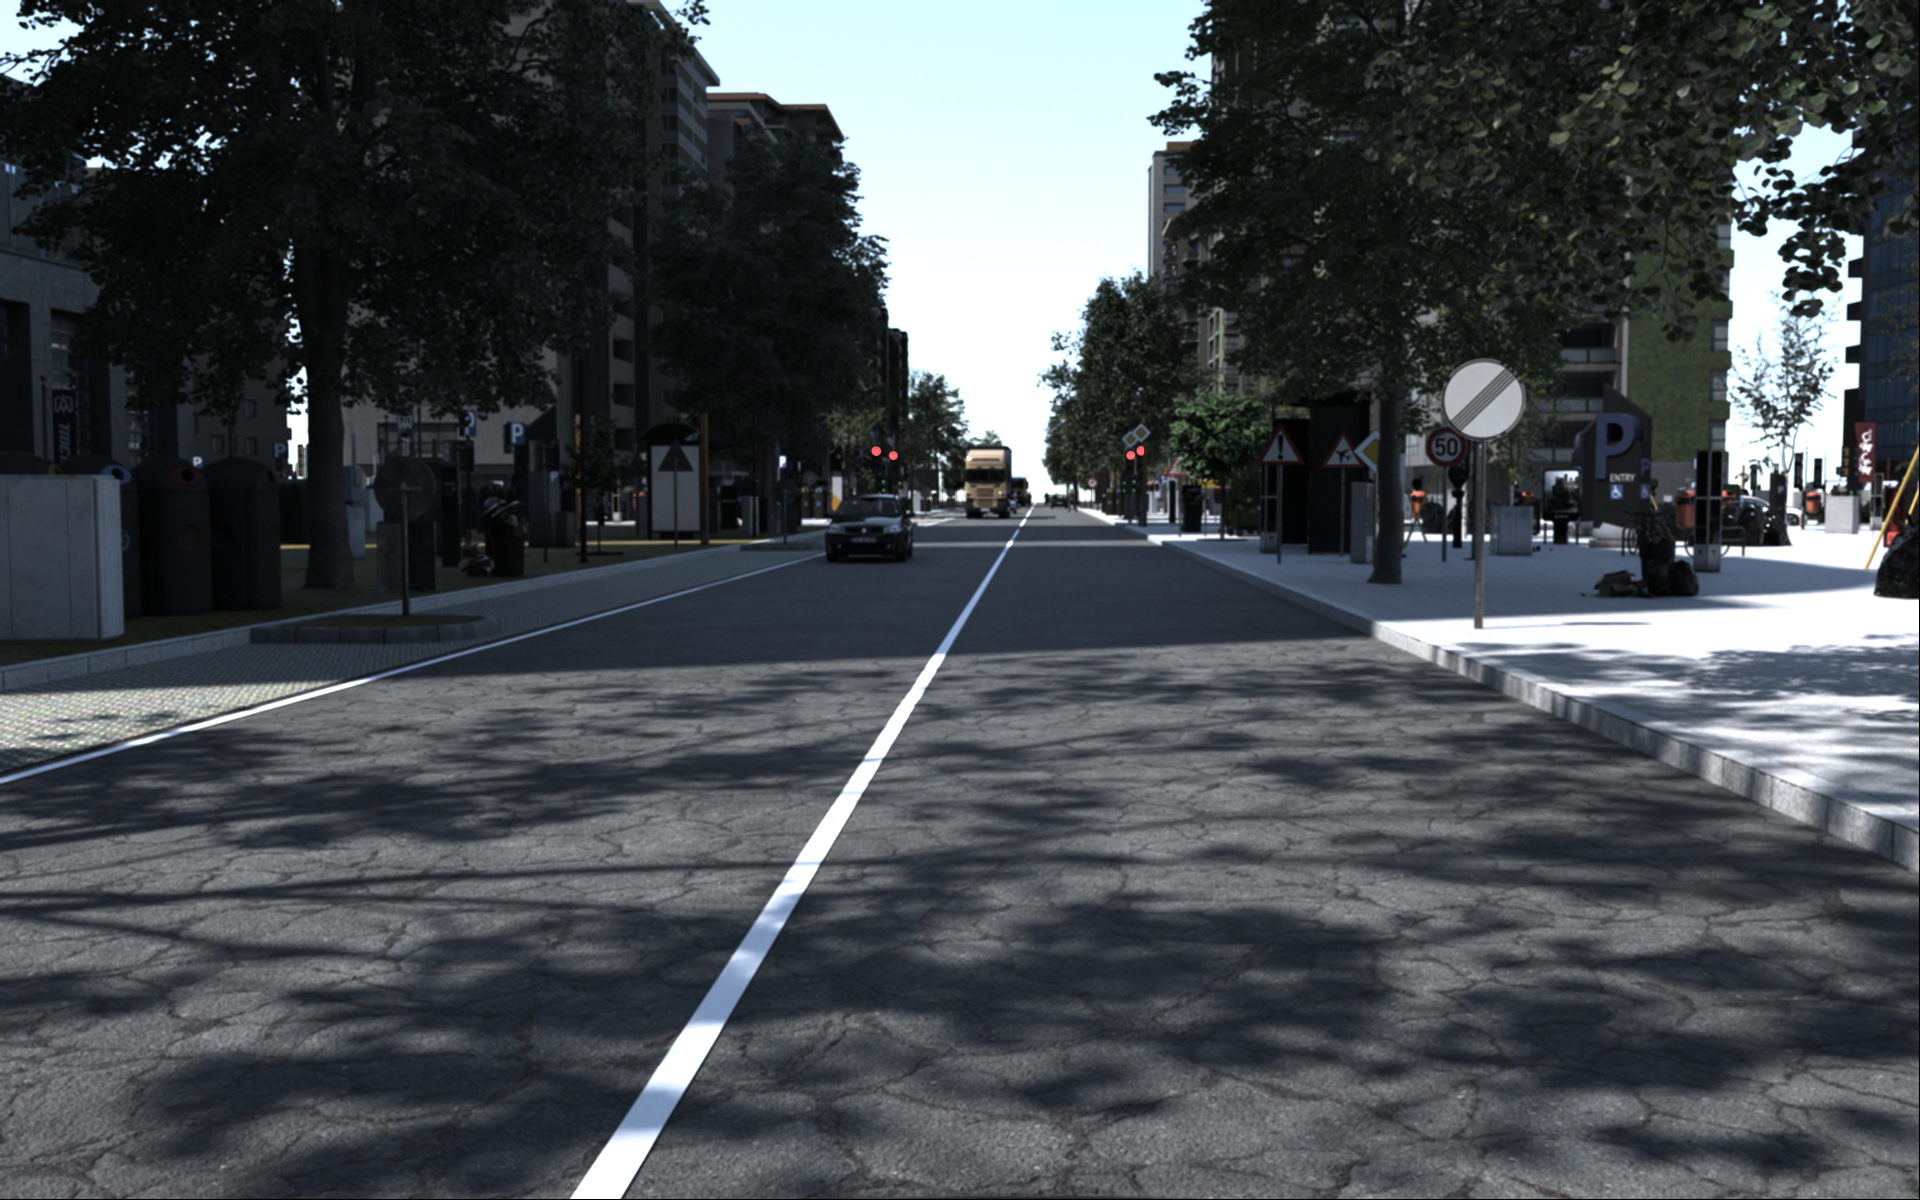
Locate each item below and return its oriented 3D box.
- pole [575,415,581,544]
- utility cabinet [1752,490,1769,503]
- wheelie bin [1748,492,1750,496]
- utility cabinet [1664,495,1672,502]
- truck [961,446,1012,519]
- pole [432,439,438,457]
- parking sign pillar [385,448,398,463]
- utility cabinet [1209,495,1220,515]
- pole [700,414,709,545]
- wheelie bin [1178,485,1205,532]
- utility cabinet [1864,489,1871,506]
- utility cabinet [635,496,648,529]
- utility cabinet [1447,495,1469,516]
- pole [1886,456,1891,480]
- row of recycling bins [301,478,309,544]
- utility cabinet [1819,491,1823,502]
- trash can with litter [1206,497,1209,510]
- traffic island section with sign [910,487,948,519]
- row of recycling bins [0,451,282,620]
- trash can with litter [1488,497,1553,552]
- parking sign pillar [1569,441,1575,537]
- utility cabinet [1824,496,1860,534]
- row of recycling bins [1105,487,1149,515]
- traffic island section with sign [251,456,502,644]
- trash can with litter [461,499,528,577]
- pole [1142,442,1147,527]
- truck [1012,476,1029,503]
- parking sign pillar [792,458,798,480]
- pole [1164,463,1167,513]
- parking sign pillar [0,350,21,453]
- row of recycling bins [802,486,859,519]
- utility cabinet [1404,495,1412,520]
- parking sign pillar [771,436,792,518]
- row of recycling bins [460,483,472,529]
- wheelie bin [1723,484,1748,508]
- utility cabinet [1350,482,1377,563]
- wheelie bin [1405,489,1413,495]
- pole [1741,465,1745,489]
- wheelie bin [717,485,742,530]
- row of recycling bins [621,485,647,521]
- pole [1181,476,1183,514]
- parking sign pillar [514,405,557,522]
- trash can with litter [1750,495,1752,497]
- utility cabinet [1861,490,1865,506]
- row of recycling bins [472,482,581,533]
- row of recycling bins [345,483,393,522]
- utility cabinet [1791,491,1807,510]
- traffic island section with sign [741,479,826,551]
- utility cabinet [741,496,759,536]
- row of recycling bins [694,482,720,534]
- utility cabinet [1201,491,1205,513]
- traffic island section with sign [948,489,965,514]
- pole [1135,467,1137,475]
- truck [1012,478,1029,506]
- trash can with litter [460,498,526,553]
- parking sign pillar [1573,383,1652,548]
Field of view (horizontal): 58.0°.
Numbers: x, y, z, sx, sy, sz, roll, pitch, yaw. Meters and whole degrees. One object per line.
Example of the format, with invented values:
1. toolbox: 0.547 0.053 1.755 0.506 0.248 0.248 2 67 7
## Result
1. pole: -9.796 -3.105 44.608 0.158 3.312 0.155 0 3 0
2. utility cabinet: 43.933 -5.267 94.787 1.173 1.500 0.318 -1 4 -11
3. wheelie bin: 49.464 -6.210 109.433 0.693 1.594 0.980 -2 4 -26
4. utility cabinet: 47.573 -6.494 117.333 0.306 1.237 1.020 -1 4 -12
5. truck: 1.725 -6.979 103.026 2.839 4.237 11.283 0 4 3
6. pole: -19.442 -4.304 64.219 0.158 3.312 0.155 0 3 0
7. parking sign pillar: -28.065 -5.989 86.389 1.447 3.967 1.447 0 4 1
8. utility cabinet: 15.609 -5.793 105.881 0.306 1.237 1.020 3 5 40
9. pole: -6.500 -3.070 44.033 0.158 3.312 0.155 0 3 0
10. wheelie bin: 7.840 -3.082 58.304 0.980 1.594 0.693 0 4 -5
11. utility cabinet: 58.549 -6.227 110.493 1.173 1.500 0.318 1 4 20
12. utility cabinet: -11.313 -3.175 63.065 1.020 1.237 0.306 -1 4 -11
13. utility cabinet: 23.861 -4.394 82.998 1.020 1.237 0.306 1 4 16
14. pole: 50.323 -6.122 93.930 0.158 3.312 0.155 0 3 0
15. row of recycling bins: -17.762 -2.387 46.148 1.069 1.692 3.534 -3 4 -37
16. utility cabinet: 71.777 -8.256 143.664 1.173 1.500 0.318 -1 4 -16
17. trash can with litter: 19.910 -7.824 139.309 1.055 1.170 0.624 -2 4 -28
18. traffic island section with sign: -1.900 -5.548 99.334 1.989 1.847 2.006 0 4 3
19. row of recycling bins: -8.652 -0.671 18.079 1.069 1.692 3.534 2 4 24
20. trash can with litter: 12.605 -1.727 39.288 1.678 1.210 2.233 1 4 10
21. parking sign pillar: 19.080 -3.910 52.395 1.447 3.967 1.447 -2 4 -34
22. utility cabinet: 28.245 -2.710 55.469 0.306 1.237 1.020 -2 4 -26
23. row of recycling bins: 10.024 -5.949 104.375 1.069 1.692 3.534 -2 4 -33
24. traffic island section with sign: -5.738 -0.536 17.395 1.989 1.847 2.006 0 4 3
25. trash can with litter: -7.295 -0.959 27.064 1.055 1.170 0.624 1 4 13
26. pole: 7.206 -4.508 67.547 0.158 3.312 0.155 0 3 0
27. truck: 8.970 -16.444 258.623 2.967 4.110 18.799 0 4 4
28. parking sign pillar: -9.782 -6.768 99.123 1.447 3.967 1.447 -2 4 -35
29. pole: 13.679 -7.425 115.245 0.158 3.312 0.155 0 3 0
30. parking sign pillar: -17.966 -2.655 31.875 1.447 3.967 1.447 1 4 17
31. row of recycling bins: -6.726 -4.986 88.641 3.534 1.692 1.069 2 4 25
32. utility cabinet: 21.973 -4.571 85.904 1.020 1.237 0.306 -2 4 -29
33. parking sign pillar: -7.410 -4.805 67.027 1.447 3.967 1.447 0 4 1
34. row of recycling bins: -16.929 -3.509 64.478 3.534 1.692 1.069 0 4 2
35. wheelie bin: 23.918 -2.824 54.076 0.980 1.594 0.693 1 4 18
36. utility cabinet: 7.563 -1.449 32.371 0.318 1.500 1.173 1 4 22
37. wheelie bin: 27.602 -6.040 106.662 0.693 1.594 0.980 2 4 35
38. pole: 54.404 -7.738 120.351 0.158 3.312 0.155 0 3 0
39. wheelie bin: -8.396 -3.357 62.798 0.980 1.594 0.693 0 4 -5
40. row of recycling bins: -14.393 -4.628 82.782 3.534 1.692 1.069 -1 4 -10
41. pole: 14.472 -7.298 113.172 0.158 3.312 0.155 0 3 0
42. parking sign pillar: -12.690 -3.876 51.837 1.447 3.967 1.447 3 4 38
43. trash can with litter: 40.849 -4.812 89.733 1.678 1.210 2.233 2 4 28
44. utility cabinet: 74.079 -8.251 143.579 0.318 1.500 1.173 -3 5 -43
45. row of recycling bins: -14.180 -3.068 57.271 3.534 1.692 1.069 -1 4 -11
46. row of recycling bins: -22.919 -3.634 66.533 1.069 1.692 3.534 3 5 41
47. utility cabinet: 69.548 -8.250 143.563 1.173 1.500 0.318 -1 4 -12
48. traffic island section with sign: -4.483 -2.183 44.321 1.989 1.847 2.006 0 4 3
49. utility cabinet: -6.533 -2.620 53.998 0.306 1.237 1.020 1 4 8
50. row of recycling bins: -8.635 -3.086 57.570 1.069 1.692 3.534 -1 4 -15
51. utility cabinet: 16.822 -7.083 124.484 1.173 1.500 0.318 2 4 32
52. traffic island section with sign: -0.626 -7.226 126.777 1.989 1.847 2.006 0 4 3
53. pole: 11.722 -7.461 115.830 0.158 3.312 0.155 0 3 0
54. truck: 6.502 -12.768 204.686 3.469 3.379 9.791 0 4 4
55. trash can with litter: -10.640 -1.633 37.757 2.233 1.210 1.678 0 4 -6
56. parking sign pillar: 15.847 -3.239 41.430 1.447 3.967 1.447 -2 4 -31
